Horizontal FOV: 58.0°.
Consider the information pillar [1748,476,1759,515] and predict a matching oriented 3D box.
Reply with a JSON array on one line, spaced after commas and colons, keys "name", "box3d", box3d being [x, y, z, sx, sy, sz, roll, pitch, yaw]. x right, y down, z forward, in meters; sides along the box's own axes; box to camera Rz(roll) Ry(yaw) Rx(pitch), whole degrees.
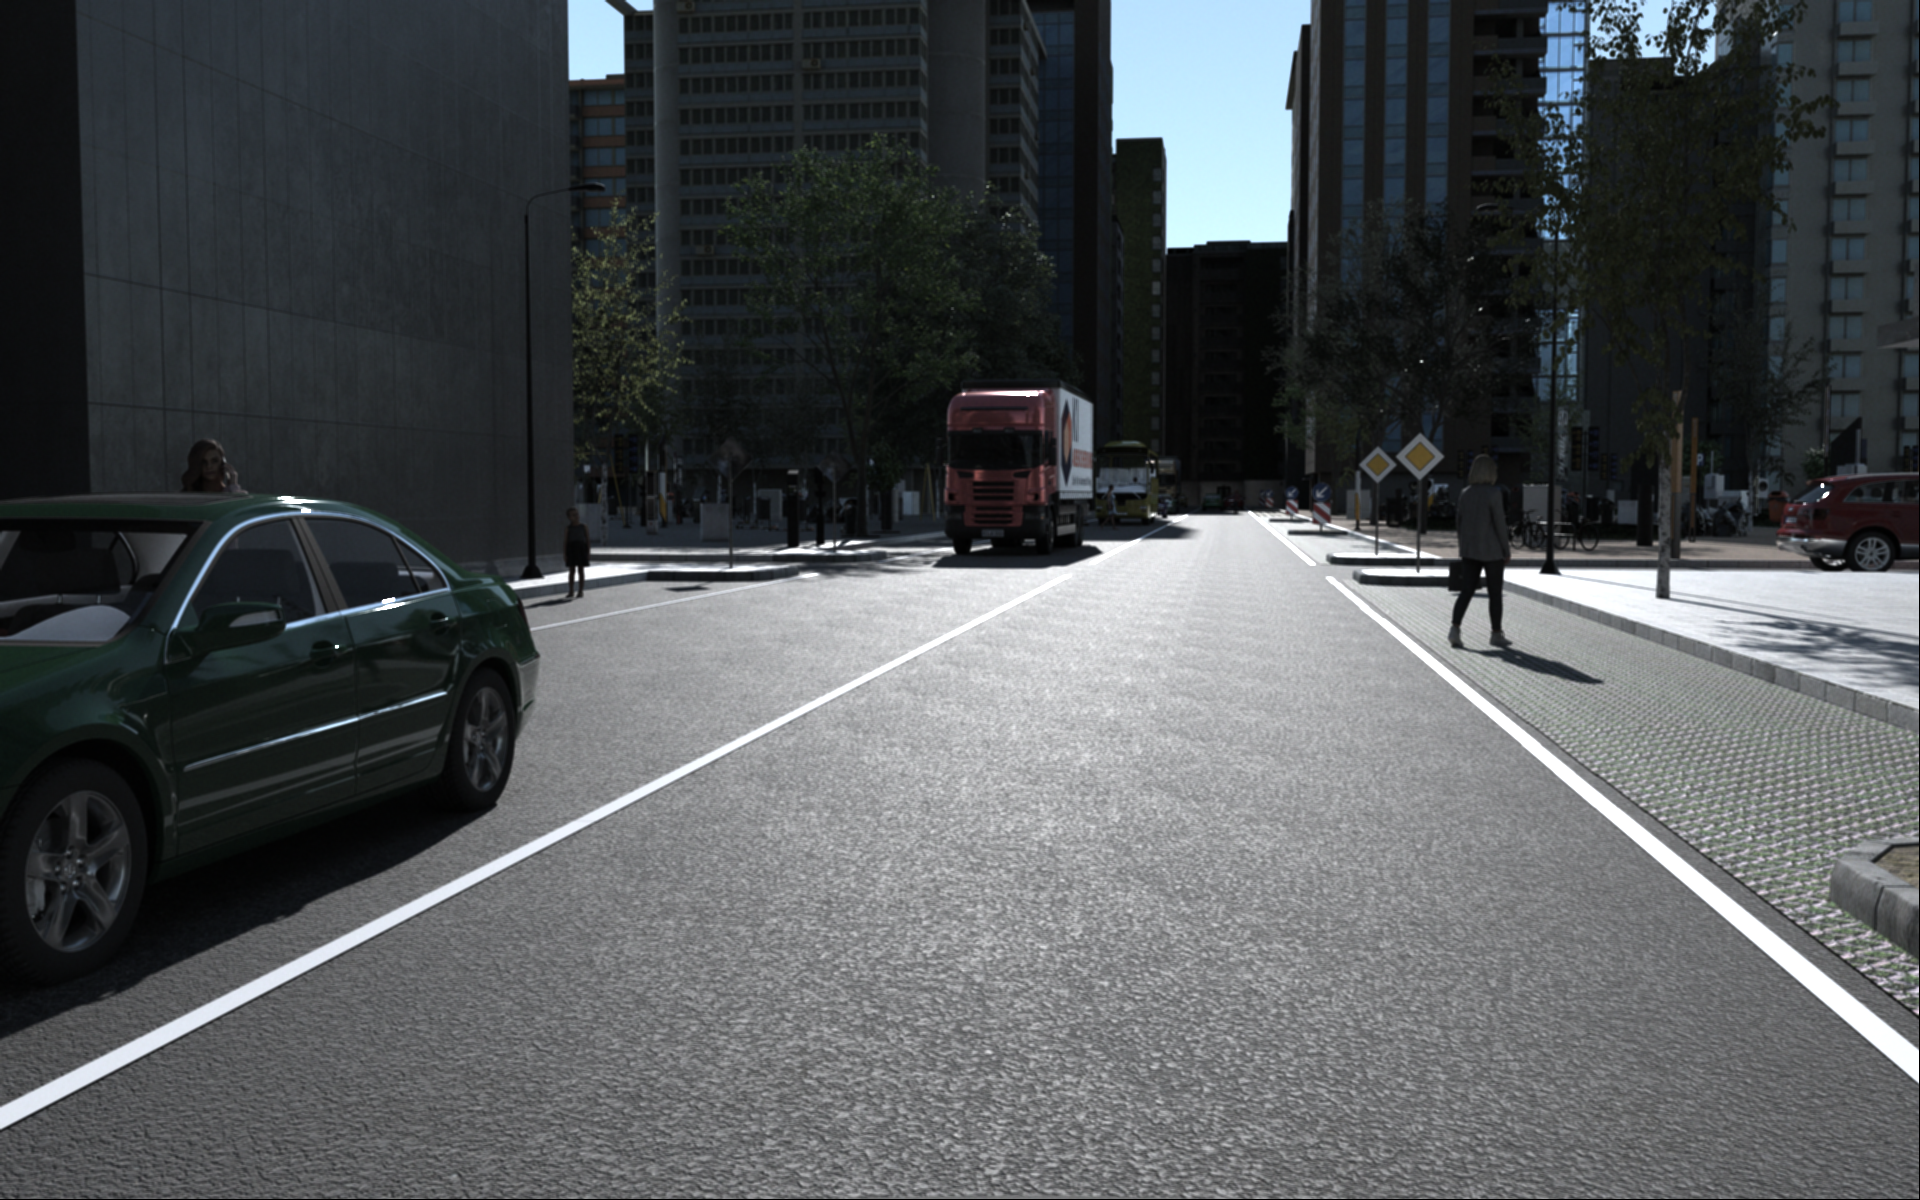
[{"name": "information pillar", "box3d": [32.720, -4.094, 71.435, 0.304, 2.012, 0.304, 3, 5, 45]}]

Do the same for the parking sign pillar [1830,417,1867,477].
[{"name": "parking sign pillar", "box3d": [31.412, -4.452, 61.269, 1.447, 3.967, 1.447, -1, 4, -15]}]

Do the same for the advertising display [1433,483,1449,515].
[{"name": "advertising display", "box3d": [28.408, -5.942, 102.365, 0.974, 1.923, 0.123, 0, 4, -7]}]

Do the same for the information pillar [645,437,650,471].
[{"name": "information pillar", "box3d": [-12.871, -4.900, 71.463, 0.183, 3.616, 0.504, -1, 4, -23]}]

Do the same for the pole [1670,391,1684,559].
[{"name": "pole", "box3d": [14.160, -2.471, 34.243, 0.158, 3.312, 0.155, 0, 3, 0]}]

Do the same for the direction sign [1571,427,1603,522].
[{"name": "direction sign", "box3d": [21.009, -4.053, 58.266, 0.876, 3.537, 0.379, 2, 4, 26]}]

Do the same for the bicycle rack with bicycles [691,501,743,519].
[{"name": "bicycle rack with bicycles", "box3d": [-12.334, -4.669, 89.721, 2.925, 0.926, 2.852, -3, 5, -41]}]

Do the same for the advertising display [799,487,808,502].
[{"name": "advertising display", "box3d": [-10.448, -6.655, 114.030, 0.974, 1.923, 0.123, -2, 4, -28]}]

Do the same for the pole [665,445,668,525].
[{"name": "pole", "box3d": [-12.267, -4.775, 71.906, 0.158, 3.312, 0.155, 0, 3, 0]}]

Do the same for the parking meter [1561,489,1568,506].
[{"name": "parking meter", "box3d": [27.566, -4.321, 79.063, 0.372, 1.533, 0.369, 0, 3, 0]}]

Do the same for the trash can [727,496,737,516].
[{"name": "trash can", "box3d": [-13.607, -5.562, 102.599, 0.748, 1.137, 0.748, 0, 3, 0]}]

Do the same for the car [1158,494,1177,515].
[{"name": "car", "box3d": [13.987, -6.611, 119.888, 2.131, 1.459, 4.920, 1, 4, 10]}]

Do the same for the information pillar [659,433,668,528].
[{"name": "information pillar", "box3d": [-11.393, -4.586, 66.336, 0.183, 3.616, 0.504, 1, 4, 12]}]

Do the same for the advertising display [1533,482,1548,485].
[{"name": "advertising display", "box3d": [30.874, -5.293, 91.752, 0.974, 1.923, 0.123, 0, 4, 7]}]

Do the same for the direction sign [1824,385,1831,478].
[{"name": "direction sign", "box3d": [18.212, -2.717, 36.426, 0.379, 3.537, 0.876, 1, 4, 22]}]

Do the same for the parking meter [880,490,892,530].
[{"name": "parking meter", "box3d": [-2.632, -3.429, 61.780, 0.399, 1.863, 0.255, 0, 4, 7]}]

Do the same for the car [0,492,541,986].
[{"name": "car", "box3d": [-3.251, 0.314, 6.670, 2.131, 1.459, 4.920, 1, 4, 9]}]

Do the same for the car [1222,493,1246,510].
[{"name": "car", "box3d": [24.890, -9.083, 157.547, 2.155, 1.783, 4.494, 1, 4, 9]}]

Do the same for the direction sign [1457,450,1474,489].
[{"name": "direction sign", "box3d": [25.822, -5.905, 88.544, 0.876, 3.537, 0.379, 3, 5, 44]}]

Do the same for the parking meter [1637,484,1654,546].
[{"name": "parking meter", "box3d": [16.926, -2.101, 42.769, 0.372, 1.533, 0.369, 0, 3, 0]}]

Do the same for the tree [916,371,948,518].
[{"name": "tree", "box3d": [-1.077, -8.702, 92.641, 4.360, 8.622, 3.978, 0, 3, 0]}]

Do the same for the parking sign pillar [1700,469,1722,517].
[{"name": "parking sign pillar", "box3d": [41.340, -6.541, 95.415, 1.447, 3.967, 1.447, -2, 4, -26]}]

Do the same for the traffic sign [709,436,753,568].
[{"name": "traffic sign", "box3d": [-3.957, -1.605, 29.891, 0.795, 2.450, 0.064, 1, 4, 9]}]

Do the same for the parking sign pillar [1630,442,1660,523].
[{"name": "parking sign pillar", "box3d": [30.514, -5.412, 76.952, 1.447, 3.967, 1.447, -3, 4, -38]}]

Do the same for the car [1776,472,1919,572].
[{"name": "car", "box3d": [17.579, -1.371, 31.086, 5.304, 1.827, 2.281, 0, 4, 7]}]

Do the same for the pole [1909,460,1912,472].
[{"name": "pole", "box3d": [56.831, -6.719, 103.693, 0.158, 3.312, 0.155, 0, 3, 0]}]

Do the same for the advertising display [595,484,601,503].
[{"name": "advertising display", "box3d": [-22.314, -6.227, 107.024, 0.123, 1.923, 0.974, 0, 4, 8]}]

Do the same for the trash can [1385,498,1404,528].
[{"name": "trash can", "box3d": [16.712, -3.362, 66.614, 0.748, 1.137, 0.748, 0, 3, 0]}]

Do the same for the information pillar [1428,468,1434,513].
[{"name": "information pillar", "box3d": [25.284, -6.244, 93.446, 0.504, 3.616, 0.183, 0, 4, 1]}]

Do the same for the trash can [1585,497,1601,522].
[{"name": "trash can", "box3d": [29.345, -4.202, 80.363, 0.748, 1.137, 0.748, 0, 3, 0]}]

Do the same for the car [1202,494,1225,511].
[{"name": "car", "box3d": [21.731, -8.551, 148.600, 1.959, 1.807, 4.718, 1, 4, 10]}]

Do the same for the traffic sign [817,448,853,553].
[{"name": "traffic sign", "box3d": [-2.735, -2.088, 37.783, 0.795, 2.450, 0.064, 1, 4, 9]}]

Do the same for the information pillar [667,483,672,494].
[{"name": "information pillar", "box3d": [-18.645, -6.508, 110.902, 0.304, 2.012, 0.304, 1, 4, 10]}]

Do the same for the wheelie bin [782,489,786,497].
[{"name": "wheelie bin", "box3d": [-11.175, -6.044, 106.726, 0.980, 1.594, 0.693, 1, 4, 11]}]

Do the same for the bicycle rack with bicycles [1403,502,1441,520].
[{"name": "bicycle rack with bicycles", "box3d": [22.489, -4.301, 83.704, 2.852, 0.926, 2.925, 0, 4, 1]}]

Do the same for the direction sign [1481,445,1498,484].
[{"name": "direction sign", "box3d": [24.499, -5.392, 80.158, 0.379, 3.537, 0.876, -3, 5, -39]}]

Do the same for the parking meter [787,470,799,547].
[{"name": "parking meter", "box3d": [-4.048, -2.221, 42.027, 0.255, 1.863, 0.399, 0, 4, 0]}]

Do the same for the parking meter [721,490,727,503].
[{"name": "parking meter", "box3d": [-13.386, -5.476, 97.951, 0.372, 1.533, 0.369, 0, 3, 0]}]

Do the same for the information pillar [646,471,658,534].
[{"name": "information pillar", "box3d": [-9.823, -3.103, 55.227, 0.304, 2.012, 0.304, 0, 4, 5]}]

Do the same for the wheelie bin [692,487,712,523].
[{"name": "wheelie bin", "box3d": [-11.365, -4.187, 76.367, 0.980, 1.594, 0.693, 3, 5, 44]}]

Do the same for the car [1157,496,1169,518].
[{"name": "car", "box3d": [11.654, -5.637, 104.744, 1.945, 1.354, 3.894, 0, 4, 8]}]

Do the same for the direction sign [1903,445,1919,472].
[{"name": "direction sign", "box3d": [44.436, -5.444, 81.011, 0.379, 3.537, 0.876, -1, 4, -14]}]

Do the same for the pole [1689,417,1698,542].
[{"name": "pole", "box3d": [19.555, -3.201, 46.171, 0.158, 3.312, 0.155, 0, 3, 0]}]

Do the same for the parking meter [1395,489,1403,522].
[{"name": "parking meter", "box3d": [20.522, -4.437, 80.962, 0.372, 1.533, 0.369, 0, 3, 0]}]

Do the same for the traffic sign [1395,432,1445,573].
[{"name": "traffic sign", "box3d": [7.449, -1.497, 28.111, 0.795, 2.450, 0.064, 1, 4, 9]}]

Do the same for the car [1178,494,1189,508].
[{"name": "car", "box3d": [23.477, -10.720, 185.496, 2.015, 1.641, 3.980, 1, 4, 9]}]

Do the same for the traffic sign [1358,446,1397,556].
[{"name": "traffic sign", "box3d": [8.671, -1.979, 36.003, 0.795, 2.450, 0.064, 1, 4, 9]}]

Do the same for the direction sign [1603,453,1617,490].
[{"name": "direction sign", "box3d": [36.038, -6.379, 96.297, 0.876, 3.537, 0.379, 0, 4, 4]}]

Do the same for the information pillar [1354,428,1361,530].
[{"name": "information pillar", "box3d": [14.148, -4.295, 61.581, 0.183, 3.616, 0.504, 1, 4, 22]}]

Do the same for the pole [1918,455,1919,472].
[{"name": "pole", "box3d": [49.789, -5.878, 89.942, 0.158, 3.312, 0.155, 0, 3, 0]}]

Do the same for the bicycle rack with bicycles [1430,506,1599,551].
[{"name": "bicycle rack with bicycles", "box3d": [12.920, -1.628, 39.994, 2.852, 0.926, 2.925, -1, 4, -13]}]

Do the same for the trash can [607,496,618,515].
[{"name": "trash can", "box3d": [-21.517, -5.835, 107.049, 0.748, 1.137, 0.748, 0, 3, 0]}]

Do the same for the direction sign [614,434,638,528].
[{"name": "direction sign", "box3d": [-12.612, -4.495, 65.495, 0.876, 3.537, 0.379, 0, 4, 1]}]

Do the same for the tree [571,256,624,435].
[{"name": "tree", "box3d": [-14.483, -7.483, 56.756, 7.601, 10.594, 8.767, 0, 4, 6]}]
